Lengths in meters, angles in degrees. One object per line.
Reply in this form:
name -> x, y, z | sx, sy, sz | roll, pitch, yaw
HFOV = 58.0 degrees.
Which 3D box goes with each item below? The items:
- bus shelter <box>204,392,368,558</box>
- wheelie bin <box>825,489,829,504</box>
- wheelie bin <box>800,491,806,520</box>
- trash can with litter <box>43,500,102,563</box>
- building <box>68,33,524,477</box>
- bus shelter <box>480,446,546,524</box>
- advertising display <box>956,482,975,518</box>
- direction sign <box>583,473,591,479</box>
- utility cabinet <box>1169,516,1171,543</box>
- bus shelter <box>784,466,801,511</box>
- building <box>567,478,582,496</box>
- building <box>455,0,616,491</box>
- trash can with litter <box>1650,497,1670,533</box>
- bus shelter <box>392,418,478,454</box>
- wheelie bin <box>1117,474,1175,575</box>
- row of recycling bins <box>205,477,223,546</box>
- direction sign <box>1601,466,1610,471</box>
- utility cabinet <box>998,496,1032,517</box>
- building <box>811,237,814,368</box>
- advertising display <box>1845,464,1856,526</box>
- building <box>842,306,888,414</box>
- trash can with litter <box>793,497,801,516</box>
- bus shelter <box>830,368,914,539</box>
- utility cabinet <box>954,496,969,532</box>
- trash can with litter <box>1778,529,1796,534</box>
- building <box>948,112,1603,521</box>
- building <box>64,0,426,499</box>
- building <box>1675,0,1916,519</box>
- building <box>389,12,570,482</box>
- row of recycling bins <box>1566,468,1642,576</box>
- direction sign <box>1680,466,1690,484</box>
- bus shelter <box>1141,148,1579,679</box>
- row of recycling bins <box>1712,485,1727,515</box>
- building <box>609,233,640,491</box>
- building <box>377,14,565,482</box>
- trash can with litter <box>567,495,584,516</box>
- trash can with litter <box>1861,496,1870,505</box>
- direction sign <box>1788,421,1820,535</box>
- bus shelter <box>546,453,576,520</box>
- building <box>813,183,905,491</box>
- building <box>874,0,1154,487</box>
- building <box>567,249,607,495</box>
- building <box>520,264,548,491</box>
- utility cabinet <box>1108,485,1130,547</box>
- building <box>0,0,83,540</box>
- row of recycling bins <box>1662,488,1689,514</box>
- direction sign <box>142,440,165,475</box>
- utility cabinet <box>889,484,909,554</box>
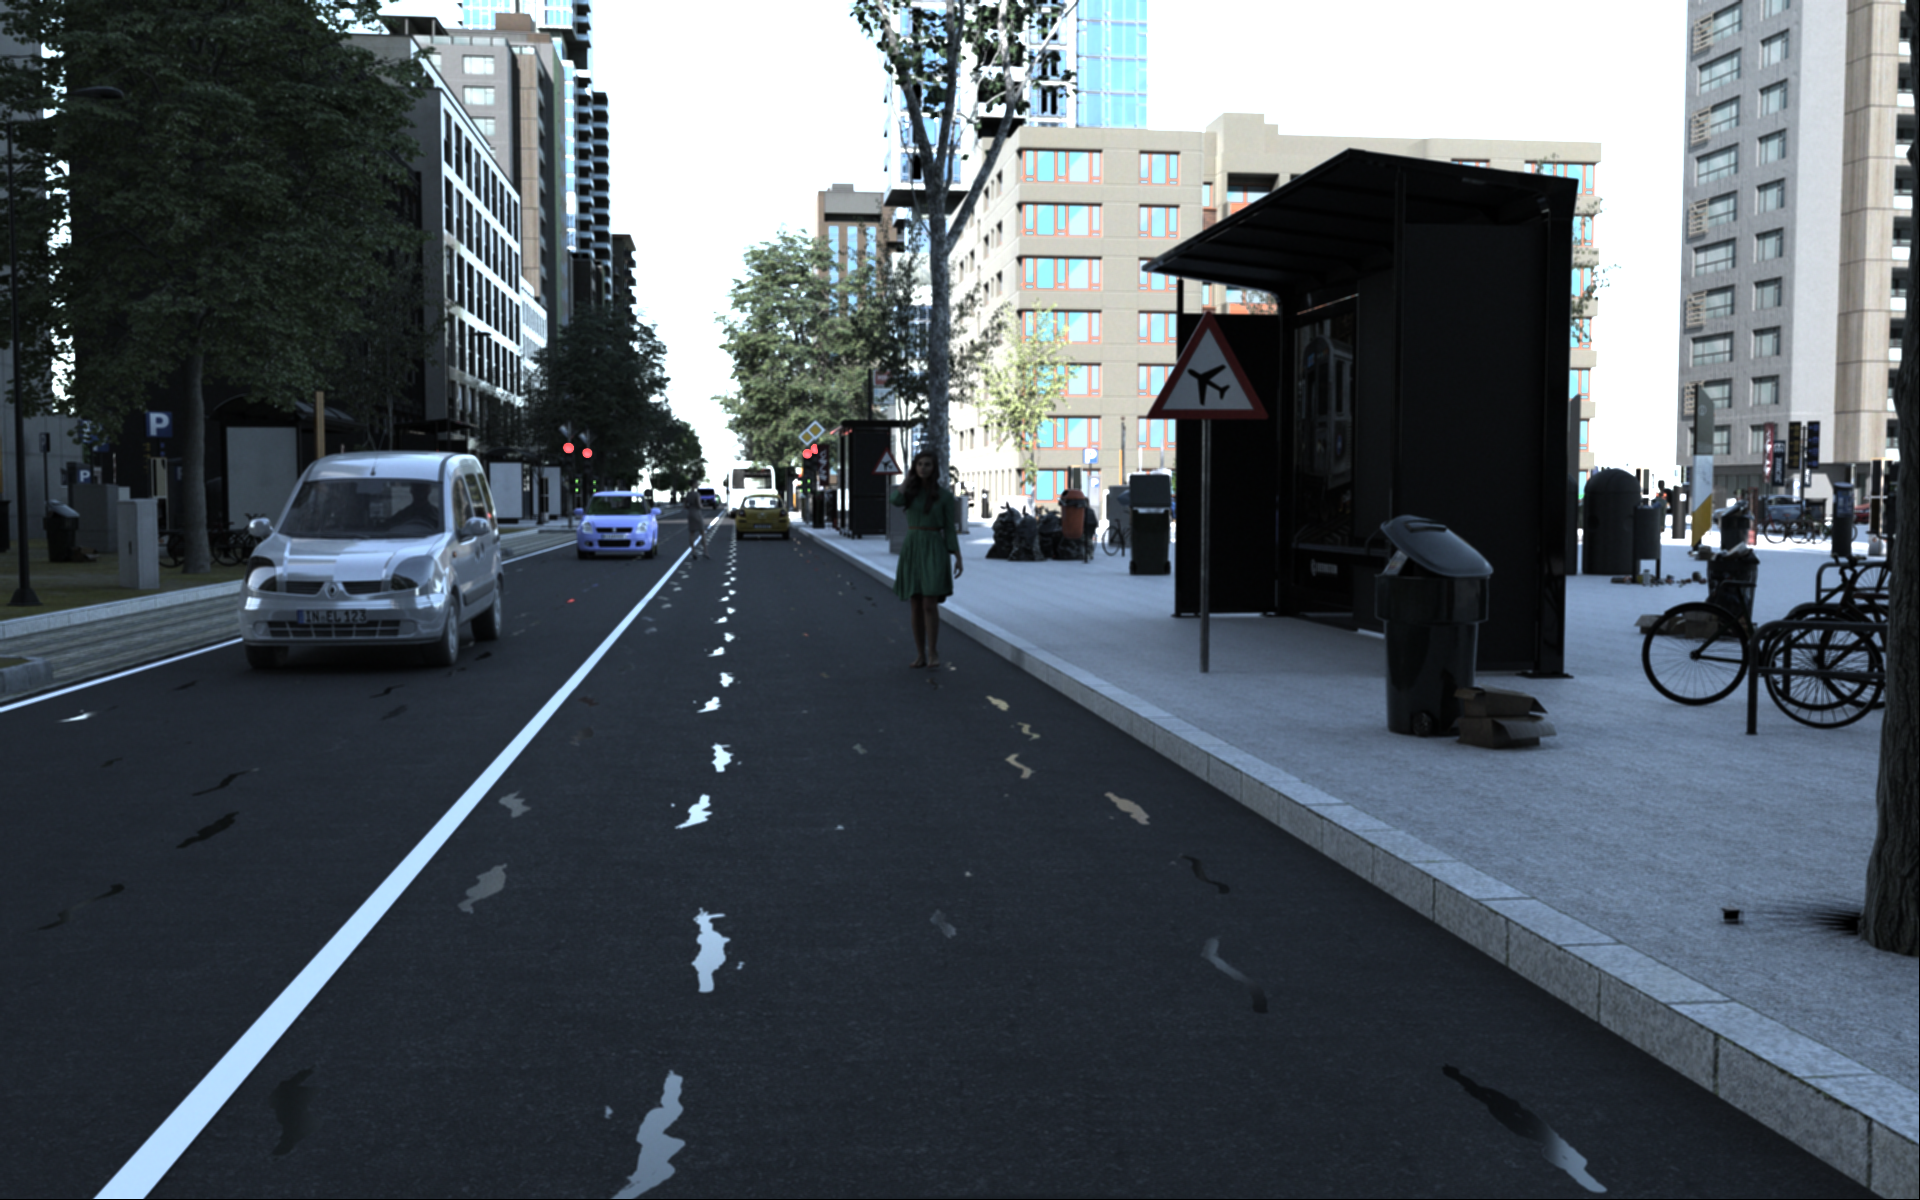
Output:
bus shelter -> -14.320, -2.645, 37.177 | 2.014, 3.302, 5.546 | 0, 4, -7
wheelie bin -> -7.868, -5.882, 104.083 | 0.693, 1.594, 0.980 | -1, 4, -10
wheelie bin -> -7.221, -4.583, 82.846 | 0.980, 1.594, 0.693 | -2, 4, -35
trash can with litter -> -16.730, -1.303, 32.698 | 1.055, 1.170, 0.624 | 1, 4, 13
building -> -39.774, -18.680, 109.937 | 19.350, 26.468, 34.151 | 0, 4, -7
bus shelter -> -19.729, -5.043, 76.369 | 2.014, 3.302, 5.546 | 0, 4, -7
advertising display -> 0.279, -5.278, 91.514 | 0.974, 1.923, 0.123 | 0, 4, 7
direction sign -> -19.851, -6.131, 92.237 | 0.379, 3.537, 0.876 | -3, 4, -36
utility cabinet -> 5.260, -2.105, 45.572 | 0.306, 1.237, 1.020 | -1, 4, -11
bus shelter -> -11.980, -8.237, 128.604 | 2.014, 3.302, 5.546 | 0, 4, -7
building -> -56.504, -30.064, 183.426 | 32.217, 40.220, 23.993 | 0, 4, -7
building -> -60.423, -57.296, 249.455 | 22.319, 86.520, 31.000 | 0, 4, -7
trash can with litter -> 23.057, -2.795, 57.080 | 0.624, 1.170, 1.055 | 2, 4, 23
bus shelter -> -17.066, -3.997, 56.632 | 1.731, 3.624, 6.357 | 0, 4, -7
wheelie bin -> 2.991, -1.206, 27.623 | 0.980, 1.594, 0.693 | 0, 4, 2
row of recycling bins -> -17.926, -2.219, 43.394 | 1.069, 1.692, 3.534 | 0, 4, -4
direction sign -> 52.157, -9.056, 140.067 | 0.876, 3.537, 0.379 | -1, 4, -18
utility cabinet -> 1.539, -2.250, 47.944 | 1.020, 1.237, 0.306 | -3, 5, -42
building -> -16.811, -36.301, 277.111 | 14.154, 41.232, 14.086 | 0, 4, -7
advertising display -> 19.129, -1.960, 37.258 | 0.123, 1.923, 0.974 | 2, 4, 32
building -> 2.921, -20.215, 175.547 | 27.650, 21.520, 28.899 | 0, 4, -7
trash can with litter -> -8.889, -5.522, 101.342 | 2.233, 1.210, 1.678 | 0, 4, 2
bus shelter -> -2.820, -4.615, 53.087 | 2.179, 5.291, 8.768 | 0, 4, -7
utility cabinet -> -0.132, -2.929, 59.045 | 0.306, 1.237, 1.020 | -3, 4, -37
trash can with litter -> 26.228, -2.777, 56.458 | 1.678, 1.210, 2.233 | -1, 4, -16
building -> 15.364, -15.415, 97.075 | 28.899, 21.520, 27.650 | 0, 4, -7
building -> -34.068, -15.611, 84.925 | 12.332, 23.373, 15.834 | 0, 4, -7
building -> 48.876, -25.029, 92.813 | 14.086, 41.232, 14.154 | 0, 4, -7
building -> -45.197, -31.522, 165.496 | 14.600, 45.320, 14.200 | 0, 4, -7
row of recycling bins -> 9.068, -1.266, 27.806 | 3.534, 1.692, 1.069 | 1, 4, 10
direction sign -> 54.631, -8.475, 130.564 | 0.876, 3.537, 0.379 | -1, 4, -22
bus shelter -> 3.109, -1.451, 15.003 | 1.731, 3.624, 6.357 | 0, 4, -7
row of recycling bins -> 34.900, -4.466, 80.134 | 1.069, 1.692, 3.534 | 2, 4, 29
building -> -63.704, -38.288, 280.634 | 22.147, 44.769, 28.867 | 0, 4, -7
building -> -42.706, -28.631, 151.707 | 14.154, 41.232, 14.086 | 0, 4, -7
trash can with litter -> -22.631, -5.462, 100.357 | 1.678, 1.210, 2.233 | 0, 4, 3
trash can with litter -> 54.182, -5.789, 105.714 | 1.678, 1.210, 2.233 | -1, 4, -17
direction sign -> 26.299, -3.795, 54.045 | 0.876, 3.537, 0.379 | 3, 4, 37
bus shelter -> -20.718, -5.739, 87.759 | 2.014, 3.302, 5.546 | 0, 4, -7
building -> -13.744, -36.626, 248.951 | 14.600, 45.320, 14.200 | 0, 4, -7
building -> 2.777, -50.164, 132.860 | 22.319, 86.520, 31.000 | 0, 4, -7
building -> -49.374, -26.461, 204.341 | 14.160, 30.474, 14.107 | 0, 4, -7
building -> -38.612, -17.198, 135.937 | 10.420, 20.320, 16.860 | 0, 4, -7
utility cabinet -> 3.995, -2.020, 41.713 | 0.318, 1.500, 1.173 | -2, 4, -26
building -> -36.119, -36.820, 40.264 | 20.611, 71.187, 20.563 | 0, 4, -7
row of recycling bins -> 46.579, -6.352, 110.970 | 1.069, 1.692, 3.534 | -3, 5, -40
direction sign -> -33.852, -4.942, 72.797 | 0.876, 3.537, 0.379 | -1, 4, -22
utility cabinet -> -1.042, -1.707, 36.584 | 0.318, 1.500, 1.173 | -3, 4, -38
